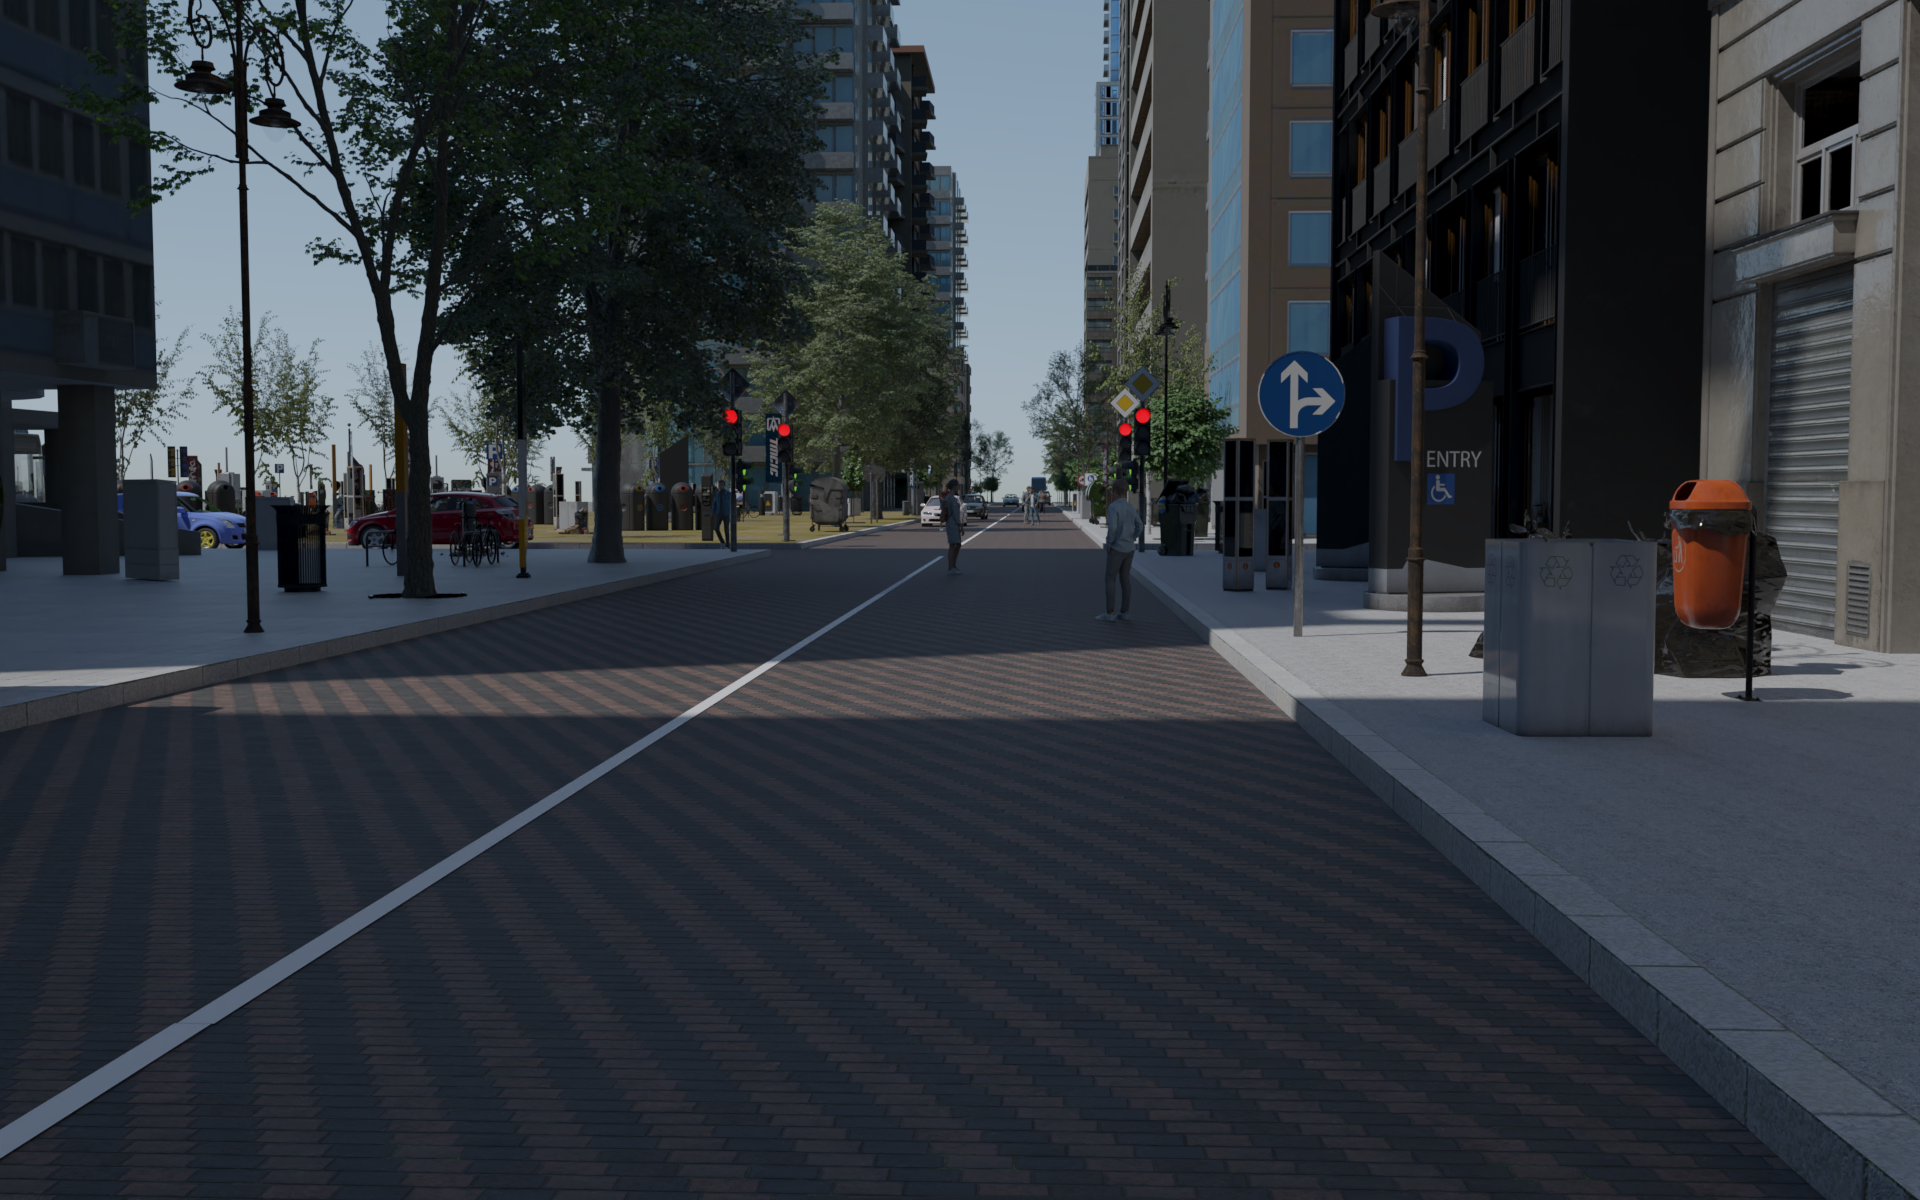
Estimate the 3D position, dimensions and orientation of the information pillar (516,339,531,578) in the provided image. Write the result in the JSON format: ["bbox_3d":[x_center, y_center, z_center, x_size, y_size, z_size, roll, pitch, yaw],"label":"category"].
[{"bbox_3d":[-6.707,-2.152,26.539,0.183,3.616,0.504,0,4,-8],"label":"information pillar"}]

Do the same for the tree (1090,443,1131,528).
[{"bbox_3d":[5.965,-4.357,65.842,1.663,3.219,1.824,0,3,0],"label":"tree"}]

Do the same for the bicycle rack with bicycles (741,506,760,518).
[{"bbox_3d":[-12.270,-4.906,93.600,2.925,0.926,2.852,0,3,0],"label":"bicycle rack with bicycles"}]

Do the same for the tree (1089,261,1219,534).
[{"bbox_3d":[6.011,-6.374,54.583,4.737,8.622,4.395,0,3,0],"label":"tree"}]

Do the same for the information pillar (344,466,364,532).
[{"bbox_3d":[-16.084,-2.544,46.082,0.304,2.012,0.304,3,4,36],"label":"information pillar"}]

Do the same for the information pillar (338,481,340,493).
[{"bbox_3d":[-34.611,-5.669,97.175,0.304,2.012,0.304,-2,4,-34],"label":"information pillar"}]

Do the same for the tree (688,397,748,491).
[{"bbox_3d":[-14.396,-9.337,103.019,4.360,8.622,3.978,0,3,0],"label":"tree"}]

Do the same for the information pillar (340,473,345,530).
[{"bbox_3d":[-20.896,-3.354,59.329,0.304,2.012,0.304,3,4,38],"label":"information pillar"}]

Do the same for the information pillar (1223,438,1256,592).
[{"bbox_3d":[3.676,-1.121,22.821,0.304,2.012,0.304,-2,4,-30],"label":"information pillar"}]

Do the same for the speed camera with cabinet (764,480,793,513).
[{"bbox_3d":[-12.093,-7.355,114.585,2.038,3.252,0.660,1,4,10],"label":"speed camera with cabinet"}]

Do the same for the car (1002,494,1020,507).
[{"bbox_3d":[5.762,-11.242,195.600,2.131,1.459,4.920,0,4,2],"label":"car"}]

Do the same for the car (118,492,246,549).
[{"bbox_3d":[-19.900,-2.111,44.109,3.694,1.707,1.945,0,4,3],"label":"car"}]

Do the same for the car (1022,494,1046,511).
[{"bbox_3d":[6.141,-8.350,145.566,2.155,1.783,4.494,0,4,4],"label":"car"}]

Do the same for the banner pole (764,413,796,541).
[{"bbox_3d":[-4.917,-3.500,47.244,0.863,3.779,0.401,0,4,7],"label":"banner pole"}]

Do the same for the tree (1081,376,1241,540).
[{"bbox_3d":[6.214,-3.970,48.622,4.285,4.588,4.351,0,3,0],"label":"tree"}]

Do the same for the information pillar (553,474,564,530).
[{"bbox_3d":[-14.364,-3.518,62.006,0.304,2.012,0.304,-2,4,-33],"label":"information pillar"}]

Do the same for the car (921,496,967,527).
[{"bbox_3d":[-0.676,-3.967,77.214,2.083,1.381,4.827,0,4,3],"label":"car"}]

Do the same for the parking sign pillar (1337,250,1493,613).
[{"bbox_3d":[5.263,-1.887,19.329,1.447,3.967,1.447,-1,4,-16],"label":"parking sign pillar"}]

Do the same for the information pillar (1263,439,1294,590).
[{"bbox_3d":[4.284,-1.145,23.216,0.304,2.012,0.304,1,4,22],"label":"information pillar"}]

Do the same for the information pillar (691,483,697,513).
[{"bbox_3d":[-17.949,-6.874,116.876,0.304,2.012,0.304,-2,4,-26],"label":"information pillar"}]

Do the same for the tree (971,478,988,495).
[{"bbox_3d":[2.043,-13.559,216.295,1.663,3.219,1.824,0,3,0],"label":"tree"}]

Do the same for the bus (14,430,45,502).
[{"bbox_3d":[-29.195,-2.975,43.495,13.247,3.499,2.948,0,4,2],"label":"bus"}]

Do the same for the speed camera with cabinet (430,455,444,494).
[{"bbox_3d":[-27.214,-5.713,87.748,2.038,3.252,0.660,-1,4,-20],"label":"speed camera with cabinet"}]

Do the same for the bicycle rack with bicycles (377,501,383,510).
[{"bbox_3d":[-30.759,-4.777,91.482,2.852,0.926,2.925,-2,4,-29],"label":"bicycle rack with bicycles"}]

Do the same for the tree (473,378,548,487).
[{"bbox_3d":[-26.413,-9.227,101.230,4.360,8.622,3.978,0,3,0],"label":"tree"}]

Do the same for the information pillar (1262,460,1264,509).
[{"bbox_3d":[6.677,-2.004,37.250,0.304,2.012,0.304,2,4,24],"label":"information pillar"}]

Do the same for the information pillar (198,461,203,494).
[{"bbox_3d":[-49.654,-7.442,113.023,0.183,3.616,0.504,1,4,18],"label":"information pillar"}]

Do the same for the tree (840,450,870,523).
[{"bbox_3d":[-4.702,-4.987,76.142,1.663,3.219,1.824,0,3,0],"label":"tree"}]

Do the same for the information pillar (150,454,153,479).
[{"bbox_3d":[-46.658,-6.645,100.007,0.183,3.616,0.504,-2,4,-34],"label":"information pillar"}]

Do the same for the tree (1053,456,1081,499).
[{"bbox_3d":[9.318,-9.060,131.837,4.285,4.588,4.351,0,3,0],"label":"tree"}]

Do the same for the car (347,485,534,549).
[{"bbox_3d":[-12.754,-2.042,42.431,4.494,1.783,2.155,0,4,4],"label":"car"}]

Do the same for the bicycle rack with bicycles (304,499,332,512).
[{"bbox_3d":[-42.919,-6.337,116.999,2.852,0.926,2.925,-2,4,-24],"label":"bicycle rack with bicycles"}]

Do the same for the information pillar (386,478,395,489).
[{"bbox_3d":[-25.822,-4.531,78.578,0.304,2.012,0.304,1,4,9],"label":"information pillar"}]

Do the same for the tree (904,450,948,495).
[{"bbox_3d":[-2.543,-8.838,128.211,4.285,4.588,4.351,0,3,0],"label":"tree"}]

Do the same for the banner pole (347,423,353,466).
[{"bbox_3d":[-21.386,-4.332,60.848,0.401,3.779,0.863,-2,4,-28],"label":"banner pole"}]

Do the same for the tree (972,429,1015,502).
[{"bbox_3d":[5.199,-21.467,276.737,9.928,11.665,9.643,0,3,0],"label":"tree"}]

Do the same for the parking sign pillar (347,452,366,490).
[{"bbox_3d":[-38.464,-7.458,110.410,1.447,3.967,1.447,1,4,15],"label":"parking sign pillar"}]

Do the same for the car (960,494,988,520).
[{"bbox_3d":[0.639,-5.385,97.827,2.009,1.686,4.222,0,4,4],"label":"car"}]

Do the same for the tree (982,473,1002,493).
[{"bbox_3d":[4.875,-17.367,267.655,4.285,4.588,4.351,0,3,0],"label":"tree"}]

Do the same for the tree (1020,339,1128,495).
[{"bbox_3d":[7.606,-10.328,103.278,8.767,10.594,7.601,1,4,9],"label":"tree"}]

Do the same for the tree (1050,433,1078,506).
[{"bbox_3d":[11.808,-14.872,193.526,4.360,8.622,3.978,0,3,0],"label":"tree"}]

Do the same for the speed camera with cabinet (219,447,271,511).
[{"bbox_3d":[-30.225,-4.823,73.196,2.038,3.252,0.660,1,4,9],"label":"speed camera with cabinet"}]

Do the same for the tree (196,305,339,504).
[{"bbox_3d":[-27.812,-7.218,68.379,4.737,8.622,4.395,0,3,0],"label":"tree"}]

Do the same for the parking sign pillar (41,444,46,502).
[{"bbox_3d":[-35.044,-4.811,67.132,1.447,3.967,1.447,2,4,35],"label":"parking sign pillar"}]

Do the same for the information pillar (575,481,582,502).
[{"bbox_3d":[-21.397,-5.665,97.113,0.304,2.012,0.304,0,4,2],"label":"information pillar"}]

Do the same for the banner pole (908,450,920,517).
[{"bbox_3d":[-2.642,-6.674,99.141,0.863,3.779,0.401,2,4,33],"label":"banner pole"}]

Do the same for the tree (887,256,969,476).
[{"bbox_3d":[-4.291,-11.087,87.934,9.857,13.997,8.962,0,3,0],"label":"tree"}]

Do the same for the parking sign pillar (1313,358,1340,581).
[{"bbox_3d":[6.038,-2.290,25.919,1.447,3.967,1.447,2,4,27],"label":"parking sign pillar"}]

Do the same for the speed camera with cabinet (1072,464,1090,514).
[{"bbox_3d":[8.056,-7.323,114.075,0.660,3.252,2.038,-1,4,-20],"label":"speed camera with cabinet"}]

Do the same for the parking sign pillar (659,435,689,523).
[{"bbox_3d":[-12.891,-5.480,78.075,1.447,3.967,1.447,-1,4,-13],"label":"parking sign pillar"}]

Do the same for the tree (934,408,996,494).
[{"bbox_3d":[0.464,-15.513,188.048,7.601,10.594,8.767,0,4,7],"label":"tree"}]

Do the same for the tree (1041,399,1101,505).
[{"bbox_3d":[13.078,-17.600,205.889,7.486,12.596,7.792,0,3,0],"label":"tree"}]

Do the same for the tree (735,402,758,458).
[{"bbox_3d":[-15.321,-9.787,110.381,4.737,8.622,4.395,0,3,0],"label":"tree"}]

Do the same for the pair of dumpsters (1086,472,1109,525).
[{"bbox_3d":[6.183,-4.357,73.730,1.574,2.255,4.437,0,4,3],"label":"pair of dumpsters"}]

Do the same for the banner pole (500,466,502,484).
[{"bbox_3d":[-31.535,-7.872,118.724,0.863,3.779,0.401,-2,4,-24],"label":"banner pole"}]

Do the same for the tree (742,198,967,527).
[{"bbox_3d":[-4.373,-9.105,66.994,7.486,12.596,7.792,0,3,0],"label":"tree"}]
